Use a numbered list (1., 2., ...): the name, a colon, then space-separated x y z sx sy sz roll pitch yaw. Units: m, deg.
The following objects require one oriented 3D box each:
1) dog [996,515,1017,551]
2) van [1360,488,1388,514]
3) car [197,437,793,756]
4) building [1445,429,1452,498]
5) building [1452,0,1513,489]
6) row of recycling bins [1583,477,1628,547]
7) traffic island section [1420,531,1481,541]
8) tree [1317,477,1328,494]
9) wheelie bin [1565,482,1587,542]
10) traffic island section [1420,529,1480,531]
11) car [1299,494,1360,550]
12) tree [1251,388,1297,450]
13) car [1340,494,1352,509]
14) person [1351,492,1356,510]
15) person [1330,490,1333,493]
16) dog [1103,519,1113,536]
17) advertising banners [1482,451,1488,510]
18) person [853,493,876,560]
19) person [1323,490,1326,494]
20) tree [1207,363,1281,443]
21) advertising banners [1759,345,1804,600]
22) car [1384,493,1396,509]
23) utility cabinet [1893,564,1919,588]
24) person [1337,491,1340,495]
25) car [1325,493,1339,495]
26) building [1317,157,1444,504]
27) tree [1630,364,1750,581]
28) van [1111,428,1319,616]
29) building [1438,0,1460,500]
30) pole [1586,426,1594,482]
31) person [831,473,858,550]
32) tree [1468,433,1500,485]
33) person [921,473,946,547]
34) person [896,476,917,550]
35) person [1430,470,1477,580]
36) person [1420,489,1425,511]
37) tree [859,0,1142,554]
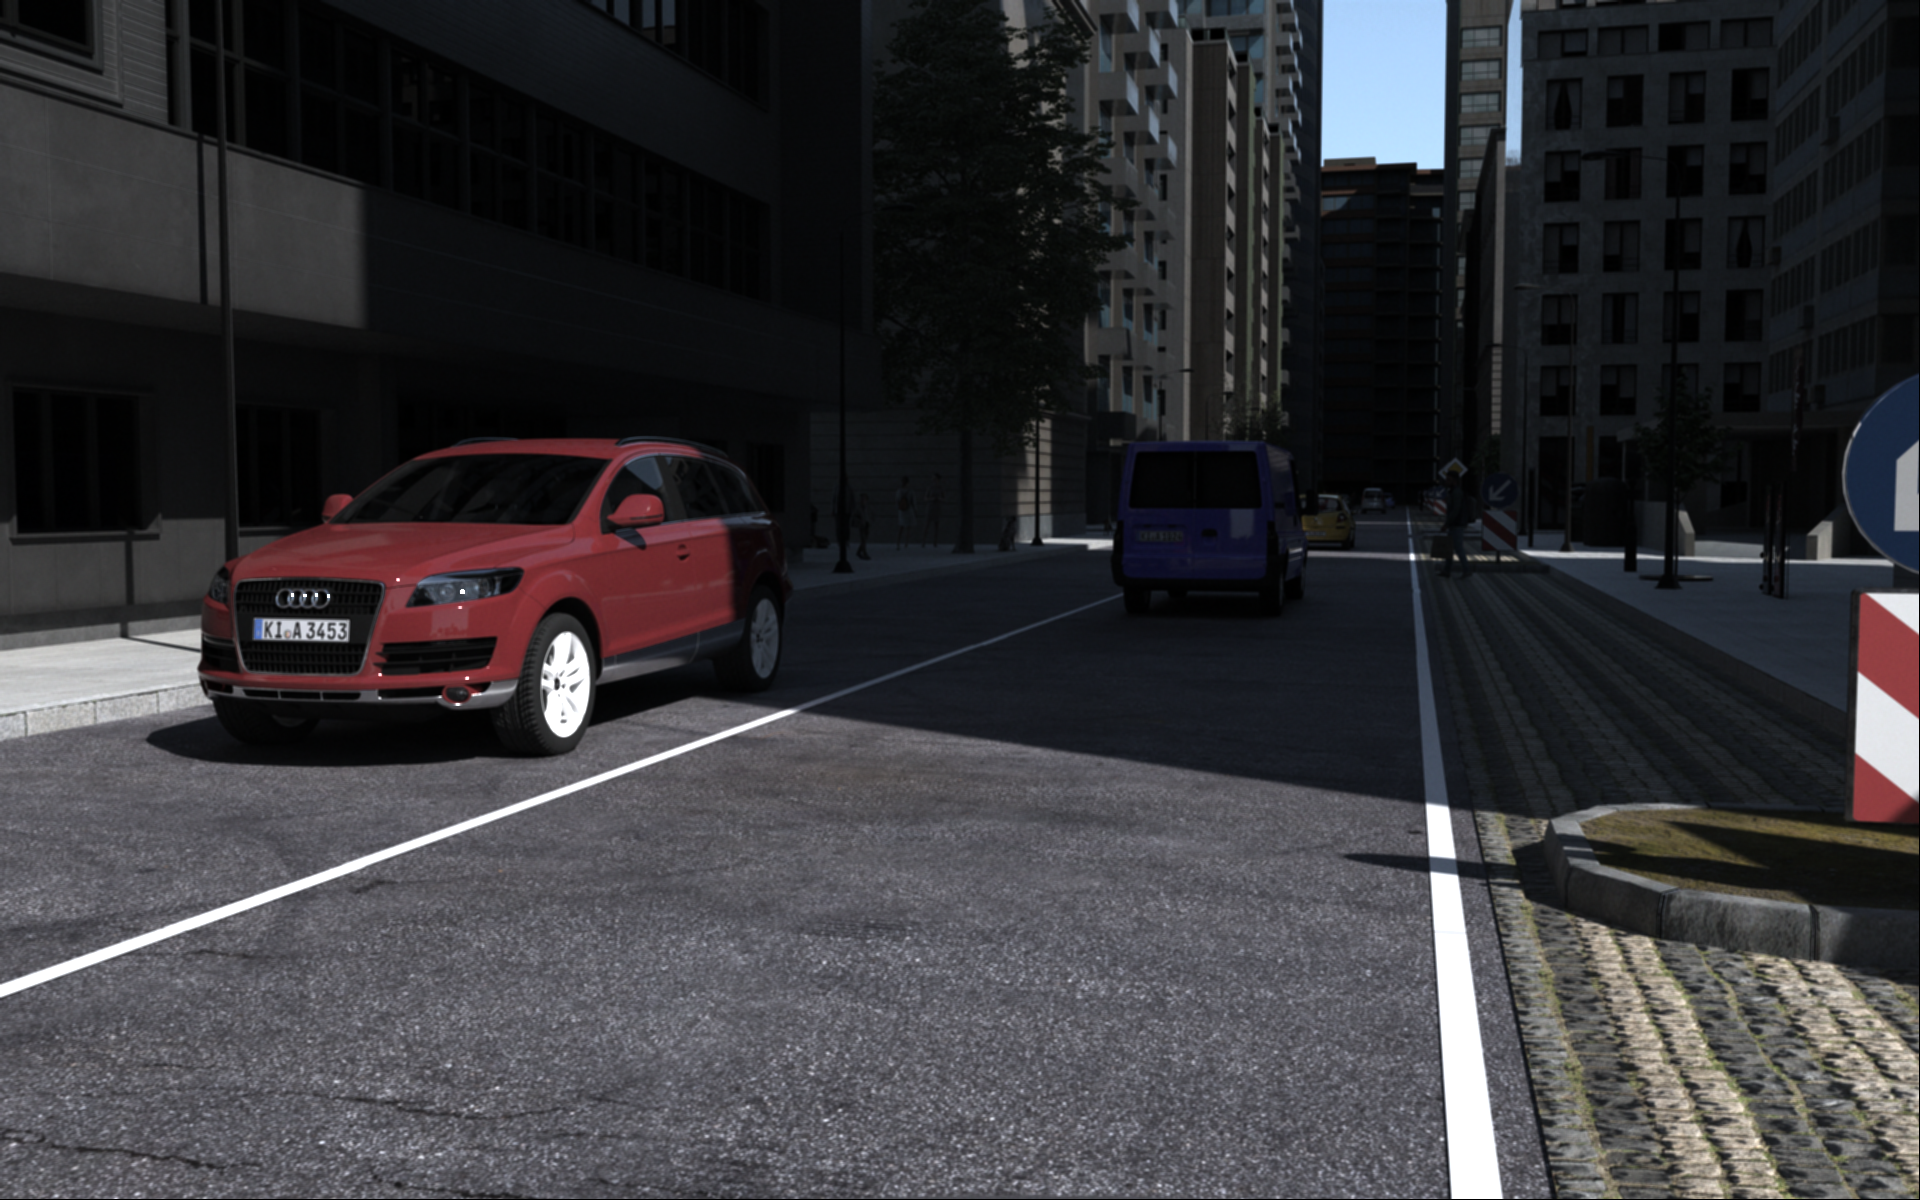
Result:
1. dog: 0.951 -1.502 38.934 0.800 0.831 0.513 -1 4 -17
2. van: 30.139 -7.284 126.106 2.013 2.044 4.112 1 4 16
3. car: -2.736 -0.163 11.333 2.281 1.827 5.304 1 4 14
4. building: 57.784 -51.885 160.997 22.319 86.520 31.000 1 4 14
5. building: 47.774 -28.020 141.715 14.154 41.232 14.086 1 4 14
6. row of recycling bins: 16.208 -2.230 43.566 1.069 1.692 3.534 1 4 18
7. traffic island section: 15.593 -1.970 54.497 2.009 0.180 2.903 1 4 14
8. tree: 40.850 -12.378 196.976 1.663 3.219 1.824 0 3 0
9. wheelie bin: 16.655 -2.353 46.378 0.693 1.594 0.980 -3 5 -45
10. traffic island section: 17.585 -2.443 62.231 2.009 0.180 2.903 1 4 14
11. car: 9.497 -2.166 45.642 2.015 1.641 3.980 1 4 15
12. tree: 21.401 -10.387 120.193 4.737 8.622 4.395 0 3 0
13. car: 36.161 -9.322 164.209 2.131 1.459 4.920 1 4 14
14. person: 35.077 -8.826 154.276 0.415 1.643 0.593 2 4 30
15. person: 32.366 -8.704 150.769 0.705 1.831 1.348 1 4 9
16. dog: 4.591 -2.251 53.630 0.406 0.507 0.540 -1 4 -17
17. advertising banners: 20.994 -4.466 69.211 0.090 3.025 2.074 1 4 11
18. person: -1.862 -1.442 33.894 0.475 1.303 0.640 -3 4 -36
19. person: 30.038 -8.208 143.233 0.750 1.759 0.617 -1 4 -16
20. tree: 15.903 -9.047 98.276 4.360 8.622 3.978 0 3 0
21. advertising banners: 10.124 -1.538 21.339 0.090 3.025 2.074 1 4 15
22. car: 41.944 -9.846 170.566 1.945 1.707 3.694 1 4 14
23. utility cabinet: 11.932 -0.753 20.983 0.318 1.500 1.173 -1 4 -19
24. person: 30.898 -8.091 141.708 0.541 1.710 0.530 2 4 31
25. car: 27.341 -7.274 127.977 2.155 1.783 4.494 1 4 13
26. building: 50.487 -35.104 228.580 28.867 44.769 22.147 1 4 14
27. tree: 10.848 -1.908 25.803 1.663 3.219 1.824 0 3 0
28. van: 3.345 -1.090 22.205 2.240 2.365 5.245 1 4 15
29. building: 64.111 -39.690 190.928 21.231 58.520 28.212 1 4 14
30. pole: 19.033 -3.579 52.359 0.158 3.312 0.155 0 3 0
31. person: -2.635 -2.079 40.216 0.709 1.800 0.728 0 4 6
32. tree: 25.145 -5.890 80.009 4.285 4.588 4.351 0 3 0
33. person: -0.639 -2.162 41.727 0.599 1.781 0.374 0 4 -4
34. person: -1.243 -1.984 39.482 0.512 1.701 0.522 1 4 12
35. person: 8.179 -1.238 28.726 0.713 1.824 0.794 2 4 33
36. person: 38.101 -8.237 142.807 0.705 1.869 1.348 2 4 26
37. tree: 0.031 -7.307 37.596 7.486 12.596 7.792 0 3 0
